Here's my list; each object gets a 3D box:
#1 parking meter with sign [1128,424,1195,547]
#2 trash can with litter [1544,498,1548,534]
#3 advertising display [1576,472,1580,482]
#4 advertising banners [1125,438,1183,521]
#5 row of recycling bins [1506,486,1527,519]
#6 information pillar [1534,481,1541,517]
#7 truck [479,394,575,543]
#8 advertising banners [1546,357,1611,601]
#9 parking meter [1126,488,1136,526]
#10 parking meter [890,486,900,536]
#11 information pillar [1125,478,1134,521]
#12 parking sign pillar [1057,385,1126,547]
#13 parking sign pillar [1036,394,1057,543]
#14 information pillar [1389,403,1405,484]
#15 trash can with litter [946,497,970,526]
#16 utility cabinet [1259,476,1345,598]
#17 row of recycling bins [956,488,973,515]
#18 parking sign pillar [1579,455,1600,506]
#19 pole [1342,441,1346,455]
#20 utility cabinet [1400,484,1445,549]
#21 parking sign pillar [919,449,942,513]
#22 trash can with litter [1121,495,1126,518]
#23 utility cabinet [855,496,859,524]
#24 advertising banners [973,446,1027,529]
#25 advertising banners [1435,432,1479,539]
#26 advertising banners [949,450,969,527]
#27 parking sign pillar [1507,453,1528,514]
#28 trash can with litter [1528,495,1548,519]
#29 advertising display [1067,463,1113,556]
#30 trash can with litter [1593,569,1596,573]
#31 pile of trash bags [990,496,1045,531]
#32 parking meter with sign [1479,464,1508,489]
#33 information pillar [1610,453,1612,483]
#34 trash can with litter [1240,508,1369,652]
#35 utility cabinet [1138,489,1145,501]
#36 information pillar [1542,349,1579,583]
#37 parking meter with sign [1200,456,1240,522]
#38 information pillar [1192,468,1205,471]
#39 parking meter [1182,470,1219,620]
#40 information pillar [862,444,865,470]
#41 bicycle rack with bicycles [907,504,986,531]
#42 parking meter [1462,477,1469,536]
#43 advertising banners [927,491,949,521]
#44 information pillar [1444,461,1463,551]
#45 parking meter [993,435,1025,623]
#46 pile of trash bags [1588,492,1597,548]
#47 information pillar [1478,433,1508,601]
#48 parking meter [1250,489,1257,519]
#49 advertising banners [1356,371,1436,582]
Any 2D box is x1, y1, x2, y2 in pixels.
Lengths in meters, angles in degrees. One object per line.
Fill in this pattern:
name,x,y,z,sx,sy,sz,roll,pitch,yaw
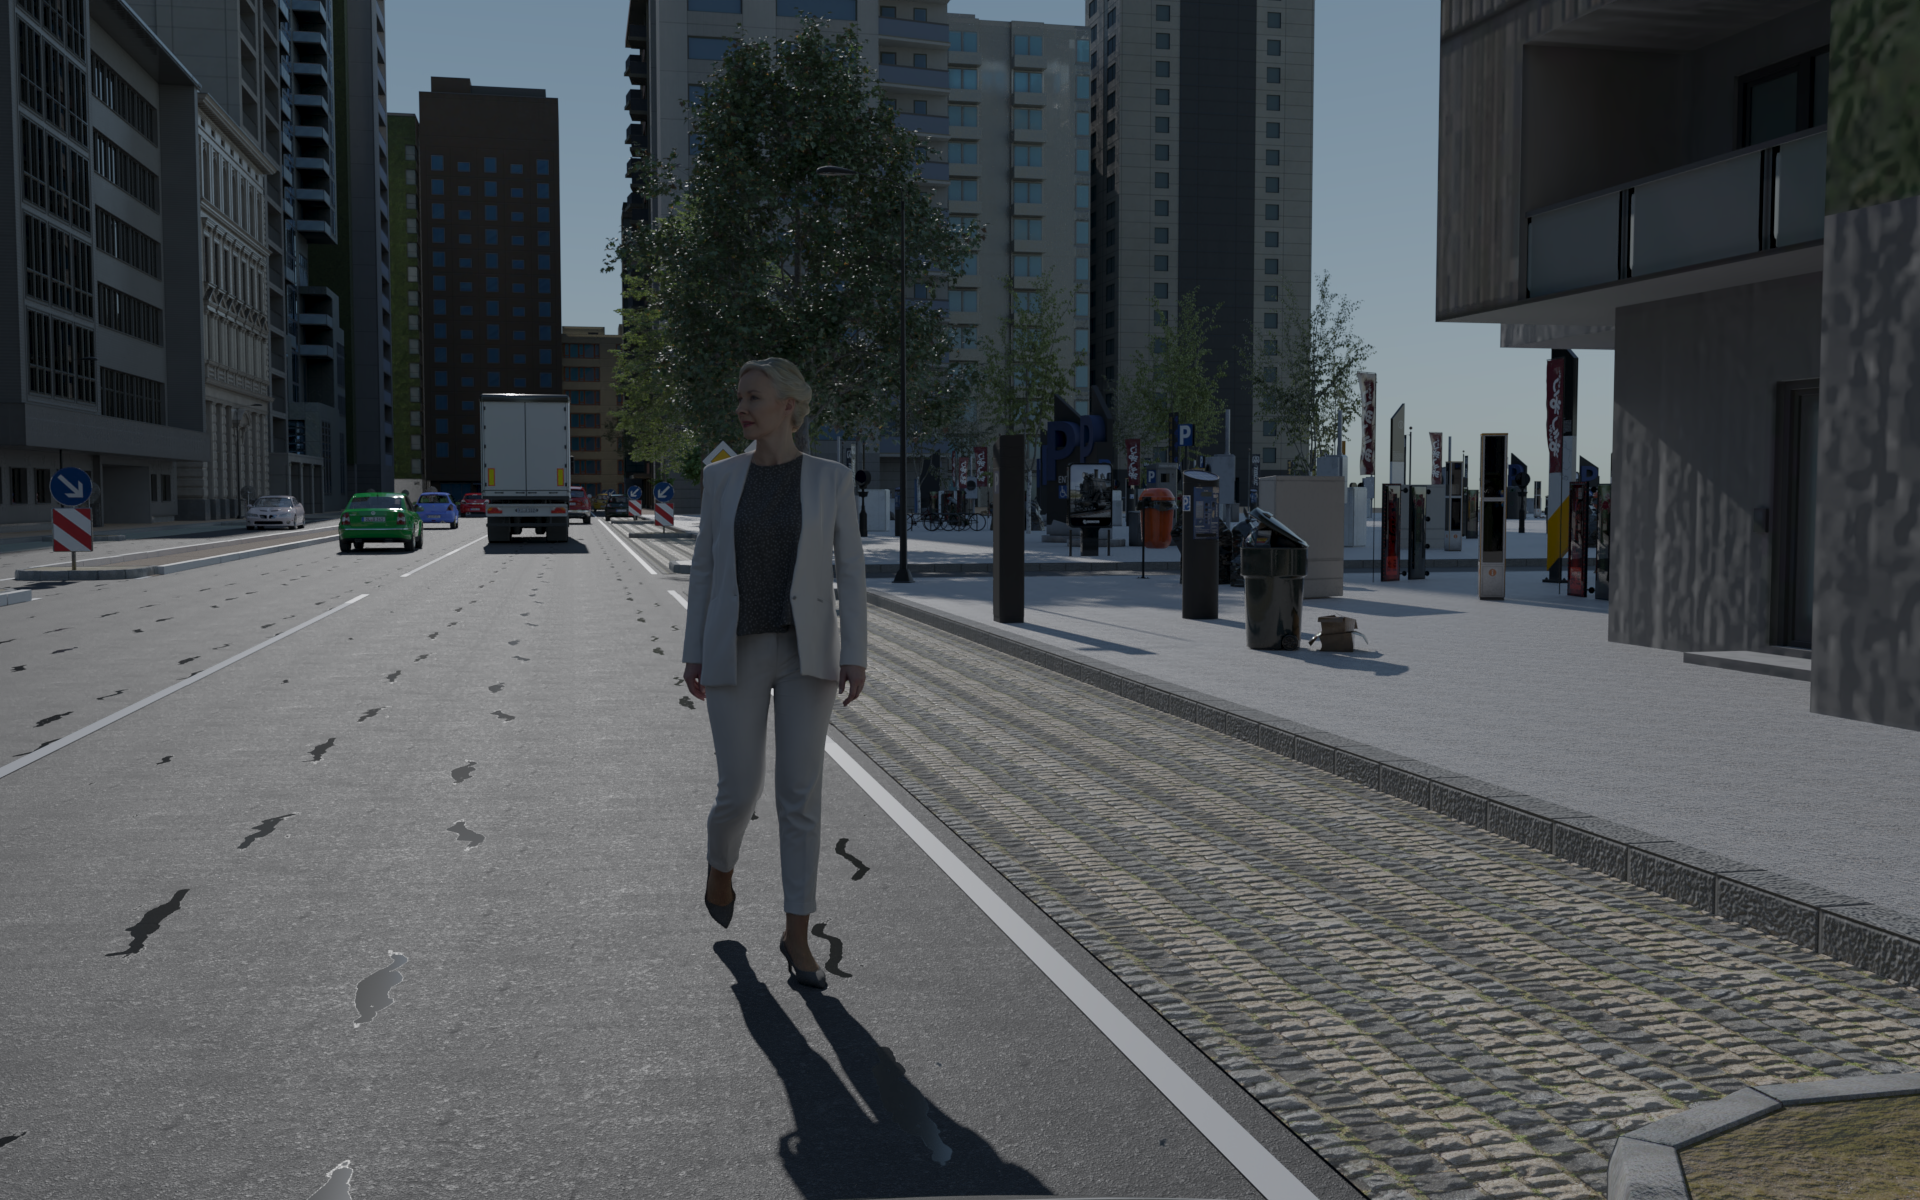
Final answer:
parking meter with sign,4.949,-2.841,42.706,1.738,3.016,0.543,-2,4,-34
trash can with litter,19.203,-2.683,55.250,1.055,1.170,0.624,2,4,33
advertising display,17.312,-2.710,49.521,0.974,1.923,0.123,-2,4,-29
advertising banners,6.145,-3.553,54.272,2.074,3.025,0.090,1,4,23
row of recycling bins,28.284,-5.056,89.777,1.069,1.692,3.534,-1,4,-9
information pillar,32.344,-5.658,97.005,0.304,2.012,0.304,0,4,-3
truck,-13.488,-3.996,54.246,2.839,4.237,11.283,-1,4,-13
advertising banners,7.732,-1.553,21.581,0.090,3.025,2.074,0,4,-5
parking meter,6.771,-3.685,68.655,0.372,1.533,0.369,0,3,0
parking meter,-1.793,-2.698,52.516,0.372,1.533,0.369,0,3,0
information pillar,7.843,-4.619,80.020,0.304,2.012,0.304,2,4,30
parking sign pillar,3.343,-3.296,42.359,1.447,3.967,1.447,-1,4,-13
parking sign pillar,2.891,-3.523,46.075,1.447,3.967,1.447,-3,5,-40
information pillar,11.253,-3.256,44.588,0.504,3.616,0.183,-3,4,-37
trash can with litter,-0.034,-3.608,70.374,1.055,1.170,0.624,2,4,31
utility cabinet,4.167,-0.764,21.175,1.173,1.500,0.318,-2,4,-34
row of recycling bins,0.260,-6.072,106.389,1.069,1.692,3.534,0,4,4
parking sign pillar,43.414,-8.014,119.500,1.447,3.967,1.447,0,4,5
pole,14.656,-4.428,66.240,0.158,3.312,0.155,0,3,0
utility cabinet,10.710,-1.922,40.098,1.173,1.500,0.318,0,4,-3
parking sign pillar,-1.734,-7.006,103.016,1.447,3.967,1.447,1,4,19
trash can with litter,9.270,-5.029,93.283,2.233,1.210,1.678,1,4,9
utility cabinet,-4.233,-3.499,68.375,0.306,1.237,1.020,-1,4,-20
advertising banners,1.524,-4.127,63.660,2.074,3.025,0.090,0,4,2
advertising banners,14.070,-3.246,49.266,2.074,3.025,0.090,-2,4,-30
advertising banners,-0.044,-4.428,68.592,0.090,3.025,2.074,-1,4,-15
parking sign pillar,36.191,-7.584,112.476,1.447,3.967,1.447,-2,4,-30
trash can with litter,30.846,-4.894,91.070,1.678,1.210,2.233,-2,4,-29
advertising display,2.679,-1.868,35.752,0.974,1.923,0.123,-1,4,-17
trash can with litter,10.276,-0.918,26.397,1.055,1.170,0.624,0,4,0
pile of trash bags,2.664,-3.148,61.230,3.447,1.369,1.912,1,4,12
parking meter with sign,24.919,-5.232,81.798,1.738,3.016,0.543,2,4,34
information pillar,31.328,-5.597,82.868,0.183,3.616,0.504,-2,4,-25
trash can with litter,2.845,-0.180,14.332,1.055,1.170,0.624,1,4,14
utility cabinet,8.539,-4.188,77.155,1.173,1.500,0.318,1,4,18
information pillar,8.645,-2.050,24.875,0.183,3.616,0.504,-1,4,-23
parking meter with sign,11.840,-5.054,78.897,1.738,3.016,0.543,0,4,-6
information pillar,6.816,-2.761,49.626,0.304,2.012,0.304,0,4,-6
parking meter,2.478,-0.576,17.832,0.372,1.533,0.369,0,3,0
information pillar,-3.751,-4.650,67.377,0.183,3.616,0.504,0,4,-5
bicycle rack with bicycles,-0.436,-2.872,60.332,2.925,0.926,2.852,1,4,22
parking meter,15.281,-2.883,52.848,0.255,1.863,0.399,-3,4,-36
advertising banners,-0.542,-5.225,81.609,2.074,3.025,0.090,-1,4,-19
information pillar,11.066,-2.100,38.830,0.304,2.012,0.304,0,4,-6
parking meter,0.487,-0.711,17.342,0.255,1.863,0.399,-1,4,-11
pile of trash bags,16.008,-2.019,42.758,1.912,1.369,3.447,1,4,12
information pillar,6.448,-1.008,20.968,0.304,2.012,0.304,1,4,13
parking meter,15.314,-5.011,90.346,0.372,1.533,0.369,0,3,0
advertising banners,6.358,-1.789,25.431,0.090,3.025,2.074,3,5,44
